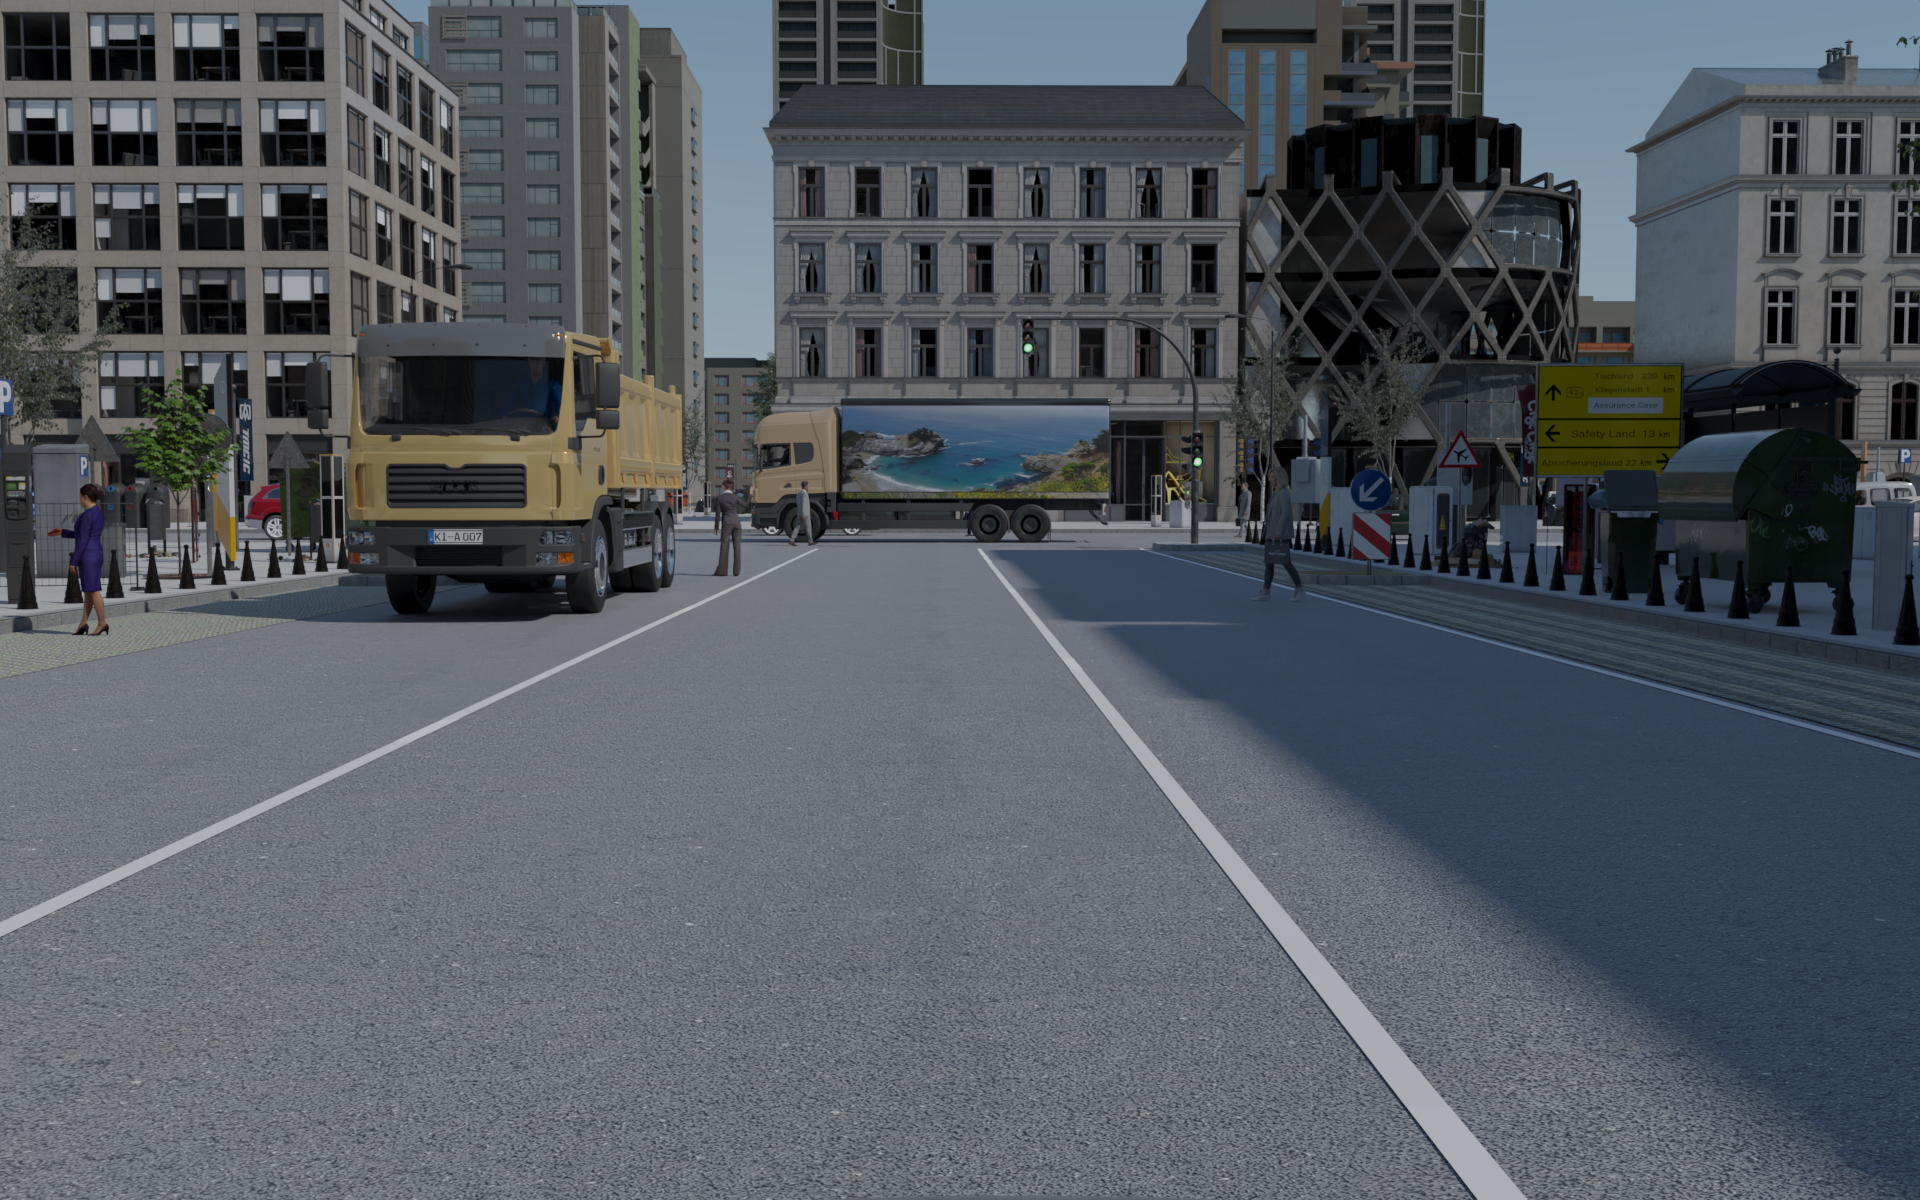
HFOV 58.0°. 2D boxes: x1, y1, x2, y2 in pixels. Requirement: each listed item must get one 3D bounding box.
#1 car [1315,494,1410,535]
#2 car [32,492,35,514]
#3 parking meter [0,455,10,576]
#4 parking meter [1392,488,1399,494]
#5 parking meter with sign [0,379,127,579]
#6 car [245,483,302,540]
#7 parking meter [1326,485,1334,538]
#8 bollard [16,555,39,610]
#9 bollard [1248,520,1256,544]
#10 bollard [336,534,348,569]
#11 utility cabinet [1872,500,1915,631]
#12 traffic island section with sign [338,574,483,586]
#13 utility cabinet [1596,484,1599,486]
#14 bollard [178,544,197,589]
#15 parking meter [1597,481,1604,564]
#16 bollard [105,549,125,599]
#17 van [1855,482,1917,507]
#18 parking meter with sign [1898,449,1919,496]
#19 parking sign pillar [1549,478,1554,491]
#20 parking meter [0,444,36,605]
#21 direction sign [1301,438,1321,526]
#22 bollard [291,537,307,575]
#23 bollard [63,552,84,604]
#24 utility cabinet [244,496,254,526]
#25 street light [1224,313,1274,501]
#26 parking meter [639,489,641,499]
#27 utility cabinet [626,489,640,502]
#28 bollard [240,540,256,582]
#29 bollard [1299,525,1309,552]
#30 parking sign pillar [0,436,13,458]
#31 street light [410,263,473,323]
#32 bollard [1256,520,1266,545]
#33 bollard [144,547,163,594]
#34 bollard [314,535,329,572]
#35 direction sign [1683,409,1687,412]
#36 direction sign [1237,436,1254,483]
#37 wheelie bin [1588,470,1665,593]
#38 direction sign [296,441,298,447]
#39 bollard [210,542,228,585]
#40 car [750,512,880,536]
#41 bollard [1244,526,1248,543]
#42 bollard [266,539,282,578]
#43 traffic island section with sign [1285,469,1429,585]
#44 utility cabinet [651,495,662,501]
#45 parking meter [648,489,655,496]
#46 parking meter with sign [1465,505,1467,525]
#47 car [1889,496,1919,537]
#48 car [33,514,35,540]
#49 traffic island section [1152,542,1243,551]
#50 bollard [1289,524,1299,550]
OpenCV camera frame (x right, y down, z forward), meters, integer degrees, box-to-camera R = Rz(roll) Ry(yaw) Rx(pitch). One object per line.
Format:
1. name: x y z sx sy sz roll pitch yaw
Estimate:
1. car: 13.240 -2.708 54.054 4.222 1.686 2.009 0 4 -2
2. car: -30.614 -2.914 57.228 3.694 1.707 1.945 0 4 -2
3. parking meter: -15.691 -1.374 28.181 0.255 1.863 0.399 -2 4 -33
4. parking meter: 16.992 -3.639 67.903 0.372 1.533 0.369 0 3 0
5. parking meter with sign: -13.681 -1.842 26.375 1.738 3.016 0.543 0 4 -5
6. car: -19.747 -2.817 54.738 5.304 1.827 2.281 0 4 -2
7. parking meter: 9.474 -2.219 44.697 0.372 1.533 0.369 0 3 0
8. bollard: -10.396 -0.199 19.293 0.229 0.601 0.229 0 3 0
9. bollard: 7.636 -1.752 44.685 0.229 0.601 0.229 0 3 0
10. bollard: -10.547 -0.828 29.586 0.229 0.601 0.229 0 3 0
11. utility cabinet: 9.007 -0.338 16.692 0.306 1.237 1.020 2 4 31
12. traffic island section with sign: -8.634 -1.167 27.700 1.989 1.847 2.006 0 4 -1
13. utility cabinet: 13.485 -1.720 36.802 1.173 1.500 0.318 -2 4 -25
14. bollard: -10.454 -0.451 23.415 0.229 0.601 0.229 0 3 0
15. parking meter: 11.982 -1.442 31.992 0.372 1.533 0.369 0 3 0
16. bollard: -10.425 -0.325 21.349 0.229 0.601 0.229 0 3 0
17. van: 29.947 -3.138 58.322 4.112 2.044 2.013 0 4 -1
18. parking meter with sign: 36.547 -4.258 65.881 0.543 3.016 1.738 -1 4 -16
19. parking sign pillar: 44.385 -8.623 129.462 1.447 3.967 1.447 -3 5 -43
20. parking meter: -10.989 -0.888 20.232 0.255 1.863 0.399 -1 4 -22
21. direction sign: 14.255 -4.792 70.352 0.876 3.537 0.379 3 4 38
22. bollard: -10.513 -0.703 27.529 0.229 0.601 0.229 0 3 0
23. bollard: -10.407 -0.262 20.322 0.229 0.601 0.229 0 3 0
24. utility cabinet: -28.631 -3.589 69.845 0.306 1.237 1.020 -1 4 -14
25. street light: 7.499 -4.413 44.696 1.470 5.913 1.316 0 4 -1
26. parking meter: -24.551 -7.793 133.130 0.399 1.863 0.255 -3 4 -38
27. utility cabinet: -14.103 -3.941 73.115 1.173 1.500 0.318 -3 4 -39
28. bollard: -10.483 -0.577 25.476 0.229 0.601 0.229 0 3 0
29. bollard: 7.728 -1.373 38.490 0.229 0.601 0.229 0 3 0
30. parking sign pillar: -40.380 -5.207 73.610 1.447 3.967 1.447 -2 4 -24
31. street light: -10.505 -3.822 35.034 1.470 5.913 1.316 0 4 -1
32. bollard: 7.652 -1.689 43.653 0.229 0.601 0.229 0 3 0
33. bollard: -10.439 -0.388 22.388 0.229 0.601 0.229 0 3 0
34. bollard: -10.533 -0.765 28.556 0.229 0.601 0.229 0 3 0
35. direction sign: 18.125 -3.207 44.433 0.876 3.537 0.379 2 4 25
36. direction sign: 11.158 -4.633 67.754 0.876 3.537 0.379 -2 4 -34
37. wheelie bin: 8.684 -0.898 22.589 0.980 1.594 0.693 1 4 9
38. direction sign: -28.355 -5.027 74.188 0.379 3.537 0.876 -1 4 -22
39. bollard: -10.471 -0.514 24.447 0.229 0.601 0.229 0 3 0
40. car: -5.033 -3.132 60.247 4.494 1.783 2.155 0 4 -2
41. bollard: 7.624 -1.815 45.711 0.229 0.601 0.229 0 3 0
42. bollard: -10.499 -0.640 26.503 0.229 0.601 0.229 0 3 0
43. traffic island section with sign: 6.338 -1.183 27.975 1.989 1.847 2.006 0 4 -1
44. utility cabinet: -18.615 -5.811 106.175 0.306 1.237 1.020 -3 4 -37
45. parking meter: -20.168 -6.575 113.218 0.399 1.863 0.255 0 4 6
46. parking meter with sign: 19.055 -4.290 66.394 0.543 3.016 1.738 2 4 27
47. car: 28.581 -2.432 52.132 4.827 1.381 2.083 0 4 -2
48. car: -29.396 -2.388 51.629 3.894 1.354 1.945 0 3 0
49. traffic island section: 6.081 -1.377 44.802 2.009 0.180 2.903 0 4 -1
50. bollard: 7.712 -1.436 39.523 0.229 0.601 0.229 0 3 0
